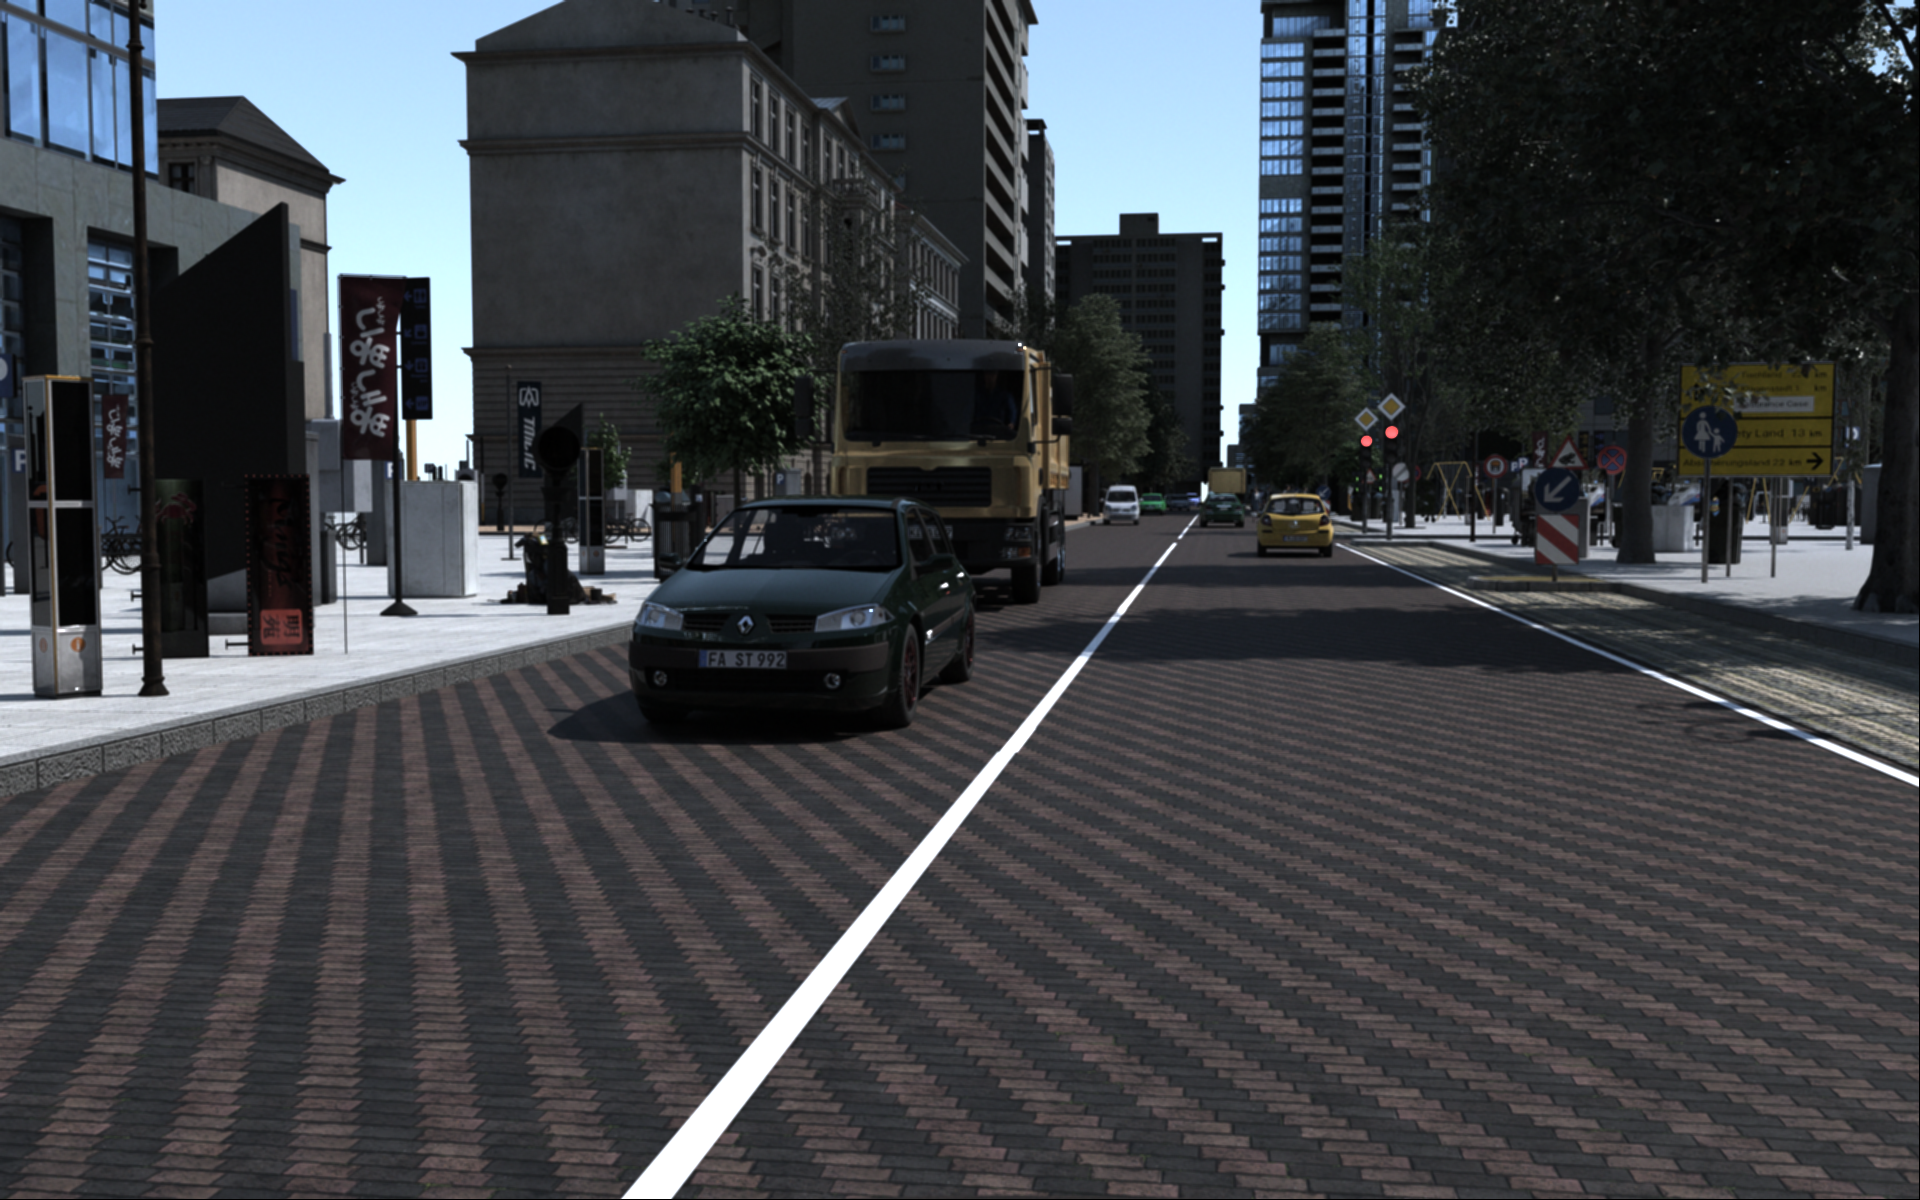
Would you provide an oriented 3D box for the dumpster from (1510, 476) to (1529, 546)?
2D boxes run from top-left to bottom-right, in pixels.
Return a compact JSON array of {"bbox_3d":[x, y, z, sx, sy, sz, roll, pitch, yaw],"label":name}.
[{"bbox_3d":[14.537,-2.296,43.296,1.264,1.857,1.865,1,4,8],"label":"dumpster"}]

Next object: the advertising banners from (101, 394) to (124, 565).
[{"bbox_3d":[-15.565,-2.101,30.547,2.074,3.025,0.090,1,4,9],"label":"advertising banners"}]

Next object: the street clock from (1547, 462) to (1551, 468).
[{"bbox_3d":[13.590,-2.145,39.637,0.358,2.002,0.471,3,4,36],"label":"street clock"}]

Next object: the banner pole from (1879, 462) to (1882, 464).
[{"bbox_3d":[62.936,-7.842,118.235,0.863,3.779,0.401,-2,4,-33],"label":"banner pole"}]

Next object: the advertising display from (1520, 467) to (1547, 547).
[{"bbox_3d":[13.849,-2.228,41.647,0.123,1.923,0.974,-2,4,-24],"label":"advertising display"}]

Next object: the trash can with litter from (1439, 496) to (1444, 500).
[{"bbox_3d":[32.682,-6.558,118.279,1.678,1.210,2.233,-3,4,-38],"label":"trash can with litter"}]

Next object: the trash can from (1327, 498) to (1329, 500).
[{"bbox_3d":[26.370,-6.948,125.252,0.748,1.137,0.748,0,3,0],"label":"trash can"}]

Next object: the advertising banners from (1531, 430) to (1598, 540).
[{"bbox_3d":[16.468,-3.122,47.240,0.090,3.025,2.074,-3,4,-38],"label":"advertising banners"}]

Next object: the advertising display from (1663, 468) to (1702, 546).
[{"bbox_3d":[17.863,-2.302,42.853,0.974,1.923,0.123,0,4,-6],"label":"advertising display"}]

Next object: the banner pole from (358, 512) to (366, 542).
[{"bbox_3d":[-16.046,-3.462,46.622,0.401,3.779,0.863,-2,4,-24],"label":"banner pole"}]

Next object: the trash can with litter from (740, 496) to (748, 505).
[{"bbox_3d":[-7.361,-3.049,60.911,1.678,1.210,2.233,2,4,24],"label":"trash can with litter"}]

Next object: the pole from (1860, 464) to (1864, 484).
[{"bbox_3d":[56.551,-7.023,108.674,0.158,3.312,0.155,0,3,0],"label":"pole"}]

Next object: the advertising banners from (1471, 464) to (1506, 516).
[{"bbox_3d":[30.298,-6.307,99.309,2.074,3.025,0.090,0,4,-3],"label":"advertising banners"}]

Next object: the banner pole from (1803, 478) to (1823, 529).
[{"bbox_3d":[31.769,-4.545,64.334,0.863,3.779,0.401,1,4,14],"label":"banner pole"}]

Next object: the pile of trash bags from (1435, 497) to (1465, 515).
[{"bbox_3d":[29.397,-5.855,105.480,1.912,1.369,3.447,3,5,44],"label":"pile of trash bags"}]

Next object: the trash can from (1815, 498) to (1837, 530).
[{"bbox_3d":[31.277,-3.116,62.594,0.748,1.137,0.748,0,3,0],"label":"trash can"}]

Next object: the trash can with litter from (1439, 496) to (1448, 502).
[{"bbox_3d":[30.751,-6.100,111.120,1.055,1.170,0.624,1,4,21],"label":"trash can with litter"}]

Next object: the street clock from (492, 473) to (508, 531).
[{"bbox_3d":[-15.870,-3.377,59.779,0.471,2.002,0.358,-3,4,-38],"label":"street clock"}]

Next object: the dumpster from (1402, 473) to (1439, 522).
[{"bbox_3d":[20.968,-4.680,79.005,1.502,2.255,1.985,1,4,8],"label":"dumpster"}]

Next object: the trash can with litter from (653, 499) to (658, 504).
[{"bbox_3d":[-12.219,-3.614,70.482,1.055,1.170,0.624,0,4,-6],"label":"trash can with litter"}]

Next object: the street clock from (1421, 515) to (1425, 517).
[{"bbox_3d":[25.993,-5.663,97.154,0.471,2.002,0.358,2,4,23],"label":"street clock"}]

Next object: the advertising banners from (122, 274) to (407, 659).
[{"bbox_3d":[-5.419,-1.068,13.655,2.074,3.025,0.090,-1,4,-18],"label":"advertising banners"}]

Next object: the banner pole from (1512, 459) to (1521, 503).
[{"bbox_3d":[39.733,-8.185,123.839,0.863,3.779,0.401,3,4,38],"label":"banner pole"}]

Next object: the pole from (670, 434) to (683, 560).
[{"bbox_3d":[-5.292,-2.351,32.282,0.158,3.312,0.155,0,3,0],"label":"pole"}]

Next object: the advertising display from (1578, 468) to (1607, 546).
[{"bbox_3d":[15.589,-2.296,42.755,0.974,1.923,0.123,-2,4,-33],"label":"advertising display"}]

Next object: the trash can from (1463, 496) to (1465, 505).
[{"bbox_3d":[33.436,-6.249,113.828,0.748,1.137,0.748,0,3,0],"label":"trash can"}]

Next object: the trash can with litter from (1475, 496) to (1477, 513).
[{"bbox_3d":[35.473,-6.533,117.871,2.233,1.210,1.678,0,4,1],"label":"trash can with litter"}]

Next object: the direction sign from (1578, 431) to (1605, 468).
[{"bbox_3d":[22.644,-4.293,62.191,0.876,3.537,0.379,2,4,29],"label":"direction sign"}]

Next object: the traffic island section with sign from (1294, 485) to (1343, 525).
[{"bbox_3d":[16.694,-4.385,80.319,1.989,1.847,2.006,1,4,8],"label":"traffic island section with sign"}]

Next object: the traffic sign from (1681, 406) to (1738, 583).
[{"bbox_3d":[10.769,-1.521,24.974,0.768,2.556,0.104,1,4,9],"label":"traffic sign"}]

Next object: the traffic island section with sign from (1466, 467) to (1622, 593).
[{"bbox_3d":[8.712,-1.065,26.040,1.989,1.847,2.006,1,4,8],"label":"traffic island section with sign"}]

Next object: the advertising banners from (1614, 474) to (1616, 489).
[{"bbox_3d":[39.331,-6.504,102.523,0.090,3.025,2.074,-3,5,-45],"label":"advertising banners"}]

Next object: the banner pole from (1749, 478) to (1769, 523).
[{"bbox_3d":[35.339,-5.292,76.535,0.863,3.779,0.401,3,5,39],"label":"banner pole"}]

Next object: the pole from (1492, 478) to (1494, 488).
[{"bbox_3d":[35.616,-7.446,115.586,0.158,3.312,0.155,0,3,0],"label":"pole"}]

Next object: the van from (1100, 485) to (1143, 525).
[{"bbox_3d":[7.566,-4.526,81.017,2.013,2.044,4.112,0,4,7],"label":"van"}]

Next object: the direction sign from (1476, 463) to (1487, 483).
[{"bbox_3d":[37.620,-8.139,125.068,0.876,3.537,0.379,1,4,17],"label":"direction sign"}]

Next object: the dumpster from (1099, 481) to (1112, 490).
[{"bbox_3d":[10.357,-7.403,123.527,1.502,2.255,1.985,1,4,8],"label":"dumpster"}]

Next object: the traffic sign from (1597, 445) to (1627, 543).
[{"bbox_3d":[16.935,-2.747,45.012,0.768,2.556,0.104,1,4,14],"label":"traffic sign"}]

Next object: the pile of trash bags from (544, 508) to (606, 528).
[{"bbox_3d":[-15.042,-3.462,66.364,1.912,1.369,3.447,-3,4,-39],"label":"pile of trash bags"}]

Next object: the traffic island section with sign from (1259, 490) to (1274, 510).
[{"bbox_3d":[28.019,-9.093,157.297,1.989,1.847,2.006,1,4,8],"label":"traffic island section with sign"}]

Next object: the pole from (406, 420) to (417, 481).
[{"bbox_3d":[-11.353,-2.571,35.886,0.158,3.312,0.155,0,3,0],"label":"pole"}]

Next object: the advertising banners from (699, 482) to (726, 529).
[{"bbox_3d":[-9.952,-4.464,69.181,0.090,3.025,2.074,-3,5,-39],"label":"advertising banners"}]

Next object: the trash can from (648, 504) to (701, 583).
[{"bbox_3d":[-4.136,-0.824,25.129,0.748,1.137,0.748,0,3,0],"label":"trash can"}]

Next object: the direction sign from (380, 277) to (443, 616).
[{"bbox_3d":[-5.955,-1.607,18.275,0.876,3.537,0.379,1,4,15],"label":"direction sign"}]

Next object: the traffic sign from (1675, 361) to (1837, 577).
[{"bbox_3d":[12.227,-2.007,26.680,2.265,3.308,0.079,1,4,13],"label":"traffic sign"}]

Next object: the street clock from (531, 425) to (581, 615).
[{"bbox_3d":[-4.283,-0.846,18.407,0.471,2.002,0.358,-2,4,-30],"label":"street clock"}]

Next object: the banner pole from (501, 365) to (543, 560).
[{"bbox_3d":[-8.532,-2.674,33.733,0.863,3.779,0.401,-2,4,-24],"label":"banner pole"}]

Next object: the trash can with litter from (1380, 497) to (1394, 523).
[{"bbox_3d":[19.041,-4.029,77.254,0.624,1.170,1.055,1,4,14],"label":"trash can with litter"}]
